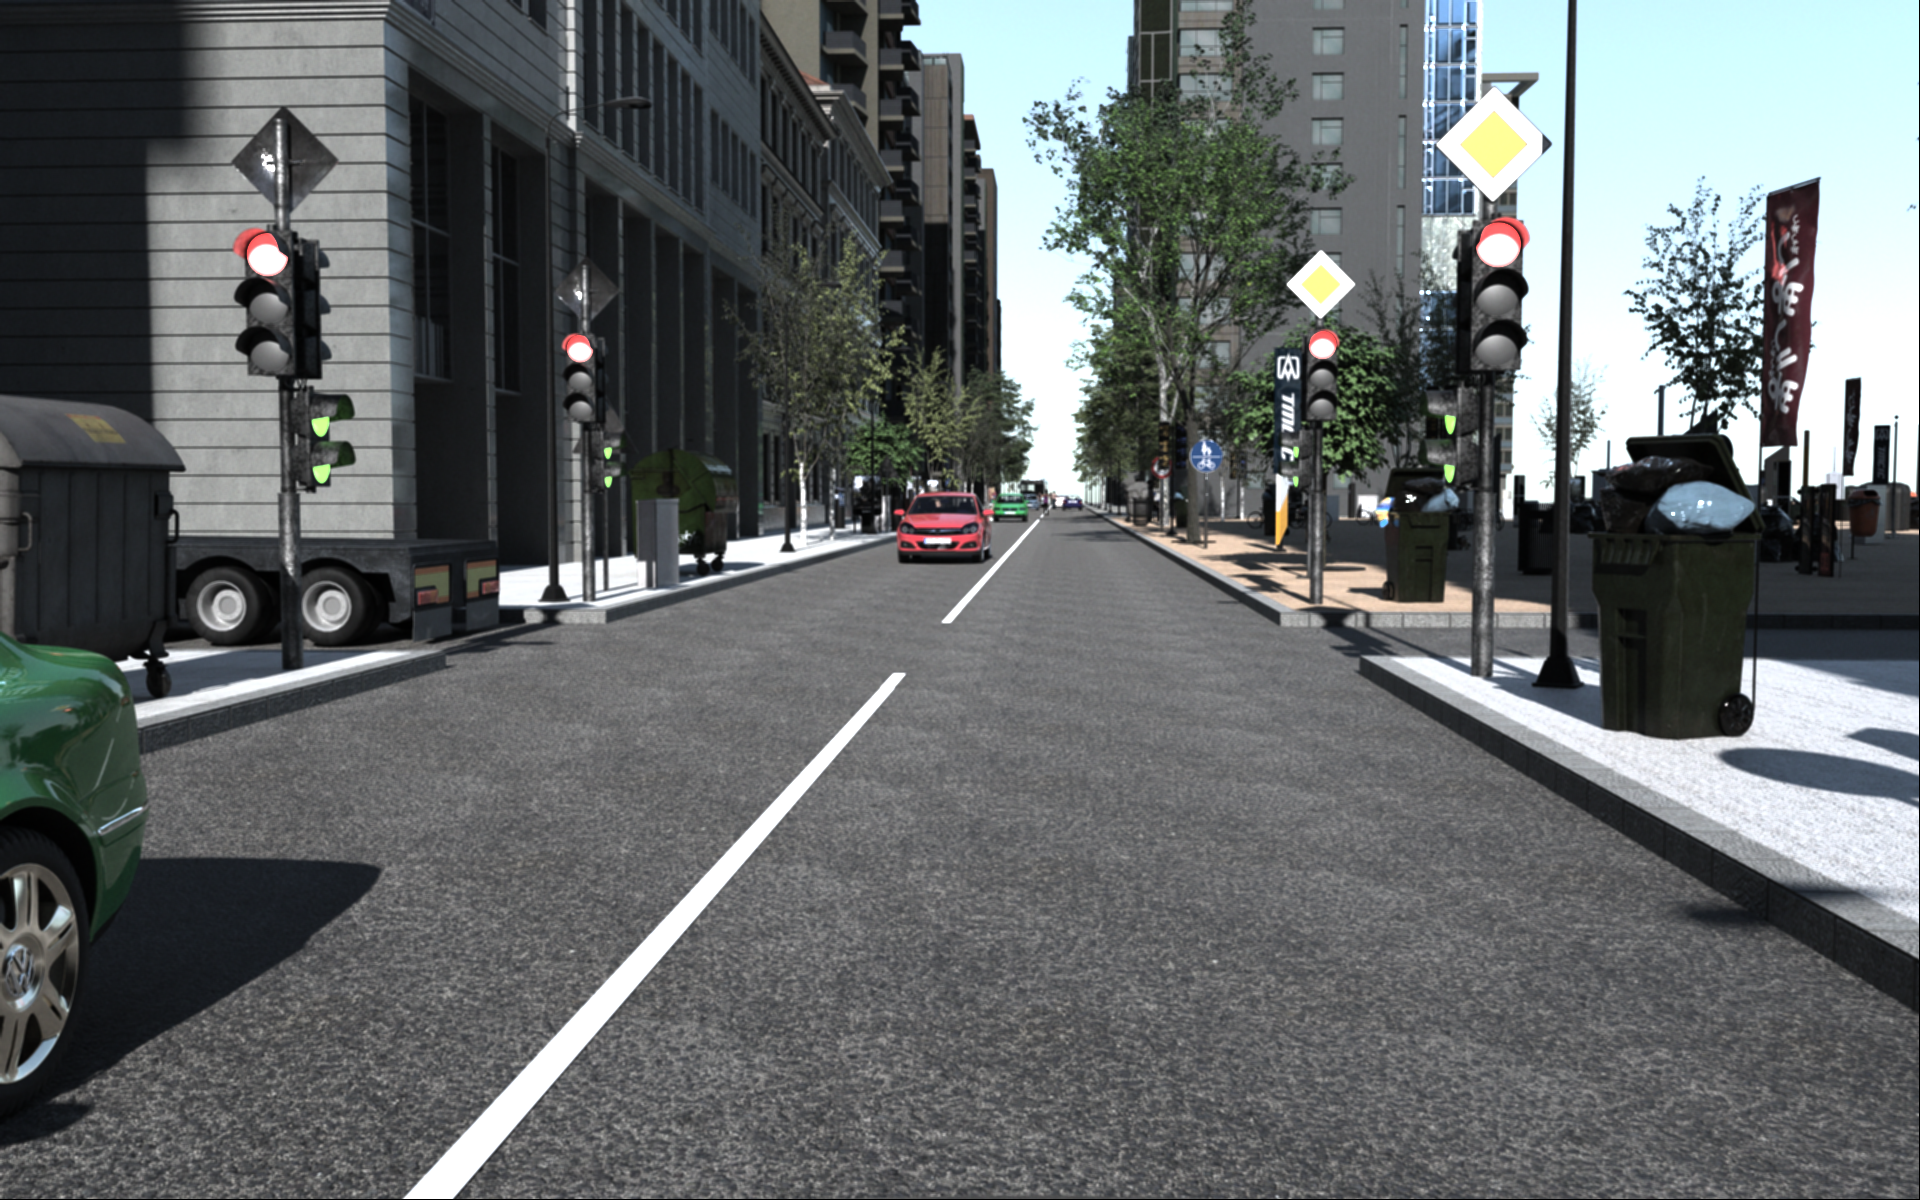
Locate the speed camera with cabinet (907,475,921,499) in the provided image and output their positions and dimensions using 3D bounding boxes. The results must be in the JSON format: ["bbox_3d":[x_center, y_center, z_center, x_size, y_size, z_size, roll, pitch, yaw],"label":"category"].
[{"bbox_3d":[-2.119,-5.813,89.385,0.660,3.252,2.038,1,4,21],"label":"speed camera with cabinet"}]

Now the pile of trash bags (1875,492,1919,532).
[{"bbox_3d":[35.172,-3.241,62.745,1.912,1.369,3.447,0,4,-3],"label":"pile of trash bags"}]

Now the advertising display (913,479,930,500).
[{"bbox_3d":[-1.751,-4.342,76.210,0.123,1.923,0.974,-3,4,-37],"label":"advertising display"}]

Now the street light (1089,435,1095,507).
[{"bbox_3d":[9.879,-9.013,119.909,1.470,5.913,1.316,0,4,3],"label":"street light"}]

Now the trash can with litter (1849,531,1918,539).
[{"bbox_3d":[26.972,-2.428,50.748,1.678,1.210,2.233,1,4,17],"label":"trash can with litter"}]

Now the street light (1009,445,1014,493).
[{"bbox_3d":[4.261,-11.749,164.638,1.470,5.913,1.316,0,4,3],"label":"street light"}]

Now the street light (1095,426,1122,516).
[{"bbox_3d":[8.924,-7.974,102.915,1.470,5.913,1.316,0,4,3],"label":"street light"}]

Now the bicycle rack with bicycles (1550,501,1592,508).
[{"bbox_3d":[30.882,-4.522,87.316,2.852,0.926,2.925,2,4,30],"label":"bicycle rack with bicycles"}]

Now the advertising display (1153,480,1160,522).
[{"bbox_3d":[9.207,-4.551,79.629,0.123,1.923,0.974,-2,4,-30],"label":"advertising display"}]

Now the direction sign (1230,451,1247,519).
[{"bbox_3d":[14.565,-6.033,90.642,0.876,3.537,0.379,1,4,11],"label":"direction sign"}]

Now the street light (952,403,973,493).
[{"bbox_3d":[-0.248,-7.090,88.469,1.470,5.913,1.316,0,4,3],"label":"street light"}]

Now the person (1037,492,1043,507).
[{"bbox_3d":[7.755,-9.658,167.872,0.593,1.643,0.415,-3,5,-40],"label":"person"}]

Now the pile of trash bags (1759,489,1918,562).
[{"bbox_3d":[16.304,-1.456,33.555,3.447,1.369,1.912,-1,4,-15],"label":"pile of trash bags"}]

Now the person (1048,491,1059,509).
[{"bbox_3d":[8.916,-9.522,164.897,1.217,1.736,0.721,-2,4,-26],"label":"person"}]

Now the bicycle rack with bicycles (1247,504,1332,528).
[{"bbox_3d":[12.519,-3.158,65.020,2.925,0.926,2.852,2,4,26],"label":"bicycle rack with bicycles"}]

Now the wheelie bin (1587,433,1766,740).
[{"bbox_3d":[3.822,-0.084,9.274,0.693,1.594,0.980,-2,4,-24],"label":"wheelie bin"}]

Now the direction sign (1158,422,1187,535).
[{"bbox_3d":[6.656,-3.809,54.281,0.876,3.537,0.379,1,4,11],"label":"direction sign"}]

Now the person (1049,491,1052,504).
[{"bbox_3d":[12.687,-14.211,240.859,1.348,1.822,0.705,-2,4,-35],"label":"person"}]

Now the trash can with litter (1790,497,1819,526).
[{"bbox_3d":[34.730,-3.673,71.433,1.055,1.170,0.624,2,4,26],"label":"trash can with litter"}]

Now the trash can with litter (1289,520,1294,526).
[{"bbox_3d":[13.136,-3.593,70.125,0.624,1.170,1.055,-2,4,-31],"label":"trash can with litter"}]

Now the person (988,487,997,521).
[{"bbox_3d":[1.725,-5.222,93.855,0.580,1.828,0.573,2,4,31],"label":"person"}]

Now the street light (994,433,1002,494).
[{"bbox_3d":[2.220,-9.694,131.041,1.470,5.913,1.316,0,4,3],"label":"street light"}]

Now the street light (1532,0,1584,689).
[{"bbox_3d":[3.462,-2.380,11.447,1.470,5.913,1.316,0,4,3],"label":"street light"}]

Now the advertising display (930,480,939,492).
[{"bbox_3d":[-1.416,-4.403,77.199,0.974,1.923,0.123,1,4,9],"label":"advertising display"}]

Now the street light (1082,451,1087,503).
[{"bbox_3d":[11.823,-11.085,153.779,1.470,5.913,1.316,0,4,3],"label":"street light"}]

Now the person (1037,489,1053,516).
[{"bbox_3d":[5.690,-6.502,115.495,1.217,1.739,0.721,-2,4,-30],"label":"person"}]

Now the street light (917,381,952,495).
[{"bbox_3d":[-1.225,-6.059,71.603,1.470,5.913,1.316,0,4,3],"label":"street light"}]

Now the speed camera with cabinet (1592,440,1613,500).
[{"bbox_3d":[24.053,-4.261,64.003,0.660,3.252,2.038,3,5,44],"label":"speed camera with cabinet"}]

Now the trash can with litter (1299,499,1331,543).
[{"bbox_3d":[9.360,-2.089,45.543,0.624,1.170,1.055,2,4,30],"label":"trash can with litter"}]

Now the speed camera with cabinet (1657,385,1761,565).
[{"bbox_3d":[13.426,-2.274,31.511,2.038,3.252,0.660,1,4,12],"label":"speed camera with cabinet"}]

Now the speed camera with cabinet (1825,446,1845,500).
[{"bbox_3d":[36.865,-4.718,71.468,2.038,3.252,0.660,3,4,37],"label":"speed camera with cabinet"}]

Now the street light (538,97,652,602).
[{"bbox_3d":[-4.304,-2.931,20.460,1.470,5.913,1.316,0,4,3],"label":"street light"}]

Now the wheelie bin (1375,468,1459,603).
[{"bbox_3d":[5.469,-0.778,20.621,0.980,1.594,0.693,0,4,-4],"label":"wheelie bin"}]

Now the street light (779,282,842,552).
[{"bbox_3d":[-3.273,-4.010,38.098,1.470,5.913,1.316,0,4,3],"label":"street light"}]

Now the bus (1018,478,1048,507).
[{"bbox_3d":[8.259,-12.045,191.800,2.948,3.499,13.247,0,4,5],"label":"bus"}]

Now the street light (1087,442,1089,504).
[{"bbox_3d":[10.991,-10.059,137.000,1.470,5.913,1.316,0,4,3],"label":"street light"}]

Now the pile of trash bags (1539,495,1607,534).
[{"bbox_3d":[20.663,-2.893,57.060,3.447,1.369,1.912,-3,5,-41],"label":"pile of trash bags"}]

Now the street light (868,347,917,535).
[{"bbox_3d":[-2.235,-5.034,54.850,1.470,5.913,1.316,0,4,3],"label":"street light"}]

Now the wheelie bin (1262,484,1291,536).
[{"bbox_3d":[9.722,-2.785,53.436,0.980,1.594,0.693,-2,4,-33],"label":"wheelie bin"}]

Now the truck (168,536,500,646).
[{"bbox_3d":[-14.320,-1.713,17.775,18.799,4.110,2.967,0,4,4],"label":"truck"}]

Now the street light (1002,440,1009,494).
[{"bbox_3d":[3.193,-10.719,147.796,1.470,5.913,1.316,0,4,3],"label":"street light"}]

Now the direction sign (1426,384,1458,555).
[{"bbox_3d":[10.053,-2.705,36.227,0.379,3.537,0.876,-2,4,-28],"label":"direction sign"}]

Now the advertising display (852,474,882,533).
[{"bbox_3d":[-3.039,-3.152,56.742,0.974,1.923,0.123,0,4,8],"label":"advertising display"}]

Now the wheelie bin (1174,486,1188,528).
[{"bbox_3d":[8.571,-3.558,66.088,0.980,1.594,0.693,-2,4,-35],"label":"wheelie bin"}]

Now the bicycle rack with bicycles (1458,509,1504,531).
[{"bbox_3d":[17.863,-2.897,60.747,2.925,0.926,2.852,-1,4,-22],"label":"bicycle rack with bicycles"}]

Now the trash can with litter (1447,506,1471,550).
[{"bbox_3d":[11.294,-1.743,39.882,0.624,1.170,1.055,3,5,44],"label":"trash can with litter"}]

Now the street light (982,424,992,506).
[{"bbox_3d":[1.162,-8.670,114.290,1.470,5.913,1.316,0,4,3],"label":"street light"}]

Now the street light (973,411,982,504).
[{"bbox_3d":[0.319,-7.644,97.527,1.470,5.913,1.316,0,4,3],"label":"street light"}]

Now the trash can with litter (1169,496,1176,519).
[{"bbox_3d":[10.912,-4.860,90.511,1.678,1.210,2.233,-2,4,-29],"label":"trash can with litter"}]

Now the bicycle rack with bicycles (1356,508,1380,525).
[{"bbox_3d":[17.843,-3.557,71.543,2.925,0.926,2.852,1,4,20],"label":"bicycle rack with bicycles"}]
